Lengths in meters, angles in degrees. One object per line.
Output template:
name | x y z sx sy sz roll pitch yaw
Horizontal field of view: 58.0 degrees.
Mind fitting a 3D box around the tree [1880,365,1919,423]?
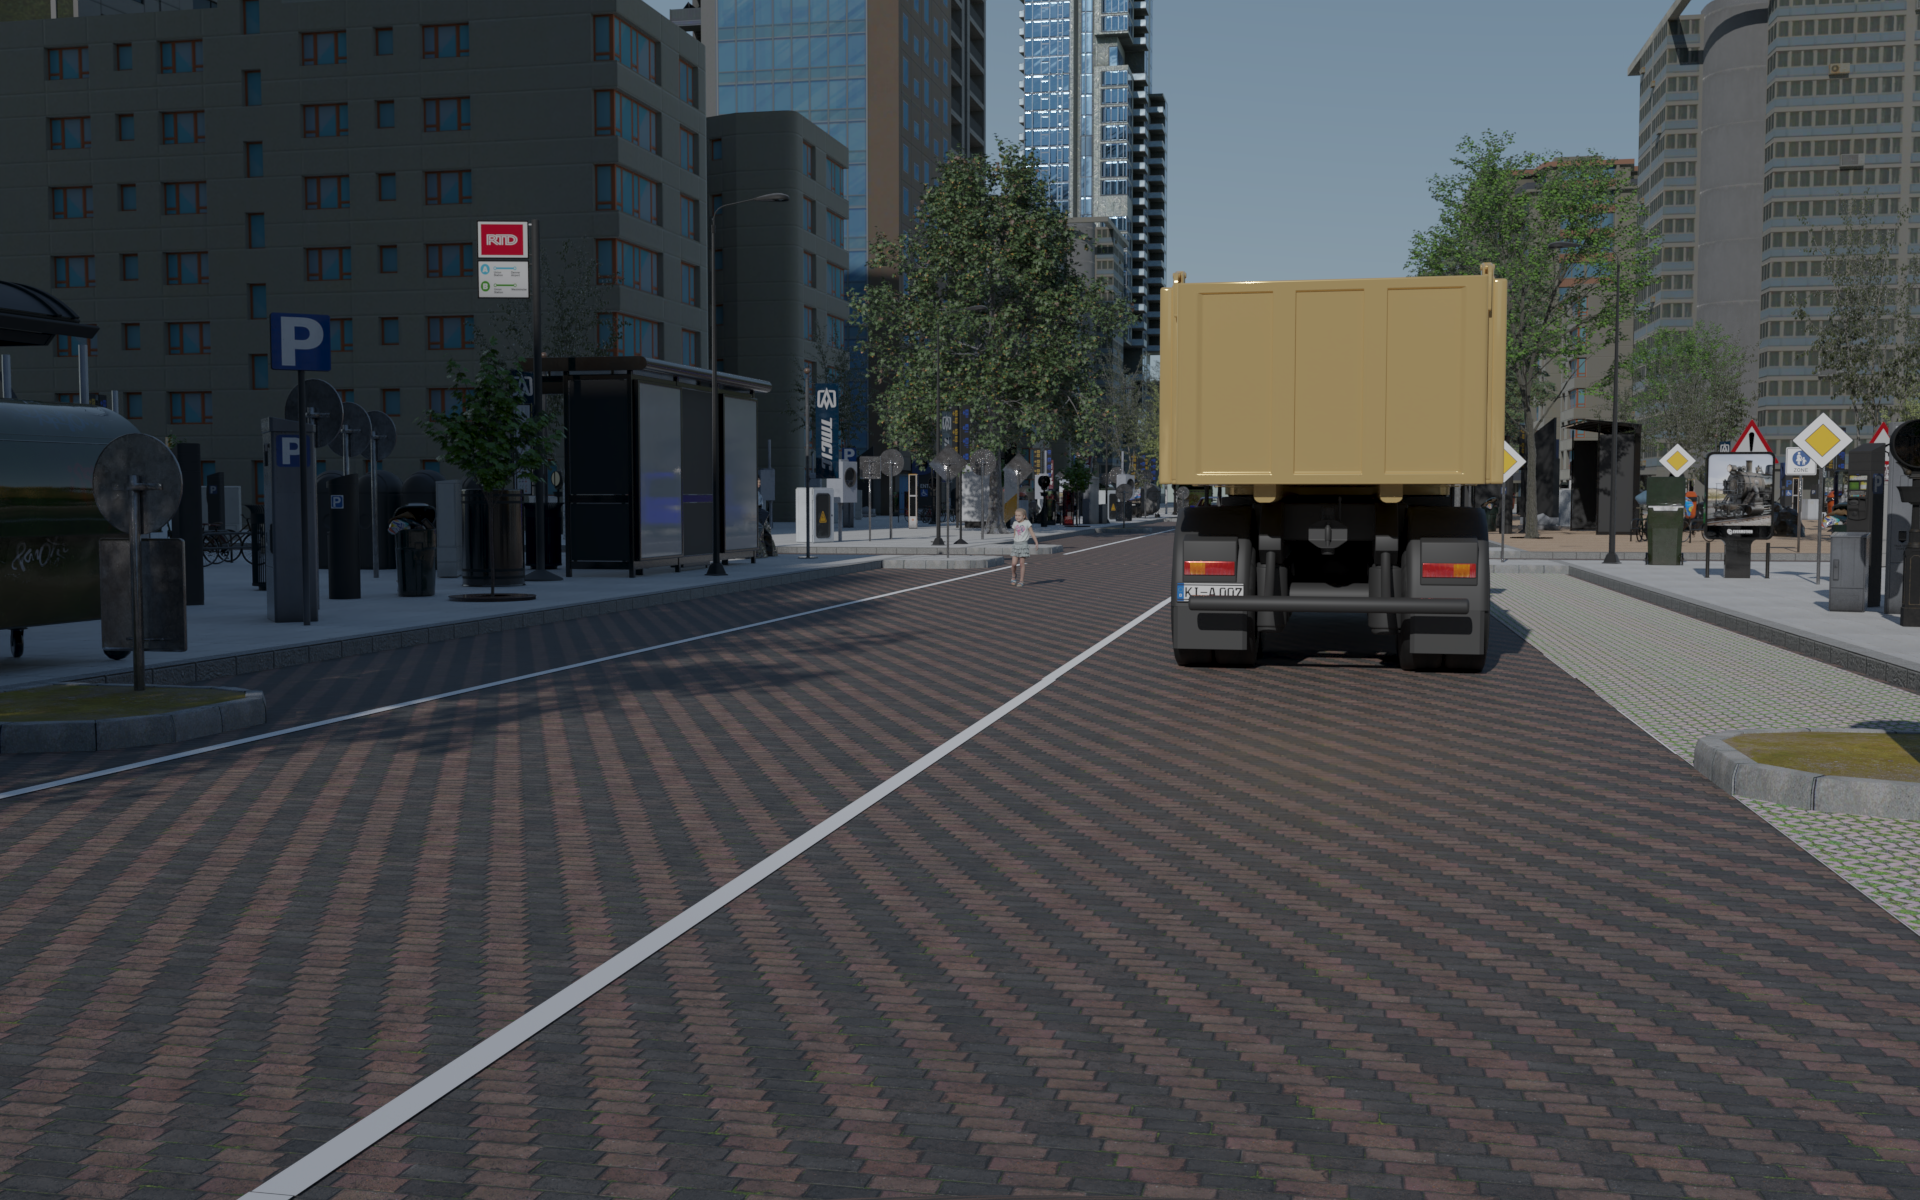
tree | 53.138 -8.910 96.043 4.737 8.622 4.395 0 3 0

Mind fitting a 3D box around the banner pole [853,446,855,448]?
banner pole | -5.141 -5.449 79.111 0.863 3.779 0.401 1 4 22

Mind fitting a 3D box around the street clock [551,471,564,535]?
street clock | -12.713 -3.075 54.839 0.471 2.002 0.358 3 5 41

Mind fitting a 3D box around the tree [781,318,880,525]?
tree | -5.088 -7.419 71.661 4.360 8.622 3.978 0 3 0

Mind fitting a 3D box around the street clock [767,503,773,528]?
street clock | -7.173 -3.715 65.303 0.358 2.002 0.471 -2 4 -25

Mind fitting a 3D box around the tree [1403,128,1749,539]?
tree | 16.361 -7.579 49.677 9.928 11.665 9.643 0 3 0

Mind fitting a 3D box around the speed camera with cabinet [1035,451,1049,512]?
speed camera with cabinet | 3.831 -5.211 79.531 0.660 3.252 2.038 1 4 10

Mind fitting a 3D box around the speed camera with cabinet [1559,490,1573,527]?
speed camera with cabinet | 24.105 -4.475 67.502 2.038 3.252 0.660 -3 5 -41

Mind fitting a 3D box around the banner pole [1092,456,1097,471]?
banner pole | 8.881 -7.600 114.269 0.401 3.779 0.863 -1 4 -19

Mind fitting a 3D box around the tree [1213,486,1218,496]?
tree | 23.778 -14.716 157.618 9.611 12.733 9.660 0 3 0

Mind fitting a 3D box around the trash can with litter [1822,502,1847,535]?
trash can with litter | 12.957 -0.842 25.149 0.624 1.170 1.055 3 5 42

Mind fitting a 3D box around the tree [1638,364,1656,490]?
tree | 37.630 -8.502 89.371 4.360 8.622 3.978 0 3 0

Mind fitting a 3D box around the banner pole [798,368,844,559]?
banner pole | -2.800 -2.717 34.440 0.863 3.779 0.401 0 4 2

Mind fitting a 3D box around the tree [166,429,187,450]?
tree | -23.075 -3.446 50.948 1.663 3.219 1.824 0 3 0

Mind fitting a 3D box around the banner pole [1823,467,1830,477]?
banner pole | 38.235 -5.287 76.466 0.863 3.779 0.401 -3 4 -38

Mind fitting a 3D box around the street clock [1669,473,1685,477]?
street clock | 22.645 -3.071 54.780 0.358 2.002 0.471 -1 4 -20

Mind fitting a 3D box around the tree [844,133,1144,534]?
tree | 1.094 -8.477 55.599 9.611 12.733 9.660 0 3 0

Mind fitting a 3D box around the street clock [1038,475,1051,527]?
street clock | 3.271 -3.840 67.358 0.471 2.002 0.358 -3 4 -36

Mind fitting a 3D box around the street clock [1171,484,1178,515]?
street clock | 13.093 -6.156 105.220 0.471 2.002 0.358 -1 4 -19

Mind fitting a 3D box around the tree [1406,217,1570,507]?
tree | 23.092 -10.621 80.305 9.857 13.997 8.962 0 3 0

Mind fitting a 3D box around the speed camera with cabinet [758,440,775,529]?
speed camera with cabinet | -7.381 -4.232 63.530 0.660 3.252 2.038 -2 4 -25

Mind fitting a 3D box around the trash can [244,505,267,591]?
trash can | -9.151 -0.704 23.161 0.748 1.137 0.748 0 3 0

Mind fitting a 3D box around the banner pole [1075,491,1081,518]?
banner pole | 6.588 -6.421 95.000 0.401 3.779 0.863 2 4 33

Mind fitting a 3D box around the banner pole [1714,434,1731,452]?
banner pole | 31.766 -5.037 72.364 0.401 3.779 0.863 -3 5 -41

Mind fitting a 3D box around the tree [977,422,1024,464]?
tree | 1.232 -8.476 88.939 4.360 8.622 3.978 0 3 0

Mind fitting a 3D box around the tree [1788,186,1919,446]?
tree | 21.835 -5.568 41.406 4.360 8.622 3.978 0 3 0

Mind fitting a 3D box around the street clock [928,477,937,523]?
street clock | -1.132 -4.305 74.955 0.471 2.002 0.358 1 4 9

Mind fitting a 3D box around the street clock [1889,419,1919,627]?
street clock | 9.231 -0.744 16.728 0.471 2.002 0.358 1 4 20

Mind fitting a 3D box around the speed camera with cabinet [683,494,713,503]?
speed camera with cabinet | -8.112 -3.630 53.691 2.038 3.252 0.660 0 3 0

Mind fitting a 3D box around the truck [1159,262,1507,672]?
truck | 3.828 -1.332 17.710 3.469 3.379 9.791 1 4 13

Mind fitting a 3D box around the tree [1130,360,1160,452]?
tree | 17.754 -13.410 129.619 12.009 13.543 11.850 0 3 0

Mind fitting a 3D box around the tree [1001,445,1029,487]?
tree | 2.341 -7.089 99.622 4.285 4.588 4.351 0 3 0

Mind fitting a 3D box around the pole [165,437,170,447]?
pole | -28.285 -4.169 61.999 0.158 3.312 0.155 0 3 0

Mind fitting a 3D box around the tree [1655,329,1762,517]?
tree | 33.908 -7.784 77.631 4.360 8.622 3.978 0 3 0

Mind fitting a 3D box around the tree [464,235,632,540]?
tree | -11.354 -6.011 48.647 4.360 8.622 3.978 0 3 0

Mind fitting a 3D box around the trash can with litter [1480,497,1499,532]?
trash can with litter | 17.818 -2.911 58.987 0.624 1.170 1.055 -2 4 -34

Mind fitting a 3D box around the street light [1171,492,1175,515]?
street light | 13.816 -8.229 107.084 1.470 5.913 1.316 1 4 12

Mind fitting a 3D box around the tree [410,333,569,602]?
tree | -5.543 -1.612 20.952 1.663 3.219 1.824 0 3 0

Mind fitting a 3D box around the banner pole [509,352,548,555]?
banner pole | -7.568 -2.485 30.648 0.863 3.779 0.401 0 4 -1

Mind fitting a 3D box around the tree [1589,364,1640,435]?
tree | 37.403 -8.965 96.933 4.360 8.622 3.978 0 3 0

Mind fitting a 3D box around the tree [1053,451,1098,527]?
tree | 4.574 -4.461 67.531 1.663 3.219 1.824 0 3 0

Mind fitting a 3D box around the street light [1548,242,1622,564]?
street light | 11.506 -3.632 31.922 1.470 5.913 1.316 1 4 12

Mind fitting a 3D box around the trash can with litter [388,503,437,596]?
trash can with litter | -6.972 -0.645 21.925 0.624 1.170 1.055 -2 4 -25

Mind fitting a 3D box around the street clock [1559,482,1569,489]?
street clock | 36.255 -6.082 104.007 0.471 2.002 0.358 0 4 -5

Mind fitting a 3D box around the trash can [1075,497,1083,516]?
trash can | 7.056 -5.498 101.538 0.748 1.137 0.748 0 3 0

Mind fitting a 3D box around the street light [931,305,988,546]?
street light | -0.009 -4.304 42.907 1.470 5.913 1.316 1 4 12

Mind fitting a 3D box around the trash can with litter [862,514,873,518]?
trash can with litter | -5.581 -5.126 94.873 1.678 1.210 2.233 0 4 -1

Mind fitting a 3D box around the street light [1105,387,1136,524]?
street light | 6.899 -6.270 75.060 1.470 5.913 1.316 1 4 12

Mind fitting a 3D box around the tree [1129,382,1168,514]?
tree | 12.968 -9.801 110.614 4.737 8.622 4.395 0 3 0

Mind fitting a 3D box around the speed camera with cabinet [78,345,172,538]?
speed camera with cabinet | -11.722 -1.799 23.743 0.660 3.252 2.038 0 4 7

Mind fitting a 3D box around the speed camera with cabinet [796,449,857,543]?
speed camera with cabinet | -3.526 -3.155 45.920 0.660 3.252 2.038 2 4 32

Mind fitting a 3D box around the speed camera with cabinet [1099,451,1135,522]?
speed camera with cabinet | 7.183 -5.211 79.531 0.660 3.252 2.038 3 5 43

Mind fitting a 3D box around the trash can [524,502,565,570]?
trash can | -7.113 -1.096 29.571 0.748 1.137 0.748 0 3 0

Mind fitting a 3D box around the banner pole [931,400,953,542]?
banner pole | -0.443 -3.428 46.062 0.401 3.779 0.863 3 4 37

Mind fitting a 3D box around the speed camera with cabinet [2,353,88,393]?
speed camera with cabinet | -12.981 -1.882 25.113 2.038 3.252 0.660 -2 4 -24

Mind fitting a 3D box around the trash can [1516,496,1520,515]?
trash can | 34.150 -5.728 105.312 0.748 1.137 0.748 0 3 0

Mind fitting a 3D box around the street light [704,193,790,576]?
street light | -3.315 -3.332 27.015 1.470 5.913 1.316 1 4 12

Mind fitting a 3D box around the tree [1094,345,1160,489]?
tree | 8.003 -8.227 84.880 4.360 8.622 3.978 0 3 0
